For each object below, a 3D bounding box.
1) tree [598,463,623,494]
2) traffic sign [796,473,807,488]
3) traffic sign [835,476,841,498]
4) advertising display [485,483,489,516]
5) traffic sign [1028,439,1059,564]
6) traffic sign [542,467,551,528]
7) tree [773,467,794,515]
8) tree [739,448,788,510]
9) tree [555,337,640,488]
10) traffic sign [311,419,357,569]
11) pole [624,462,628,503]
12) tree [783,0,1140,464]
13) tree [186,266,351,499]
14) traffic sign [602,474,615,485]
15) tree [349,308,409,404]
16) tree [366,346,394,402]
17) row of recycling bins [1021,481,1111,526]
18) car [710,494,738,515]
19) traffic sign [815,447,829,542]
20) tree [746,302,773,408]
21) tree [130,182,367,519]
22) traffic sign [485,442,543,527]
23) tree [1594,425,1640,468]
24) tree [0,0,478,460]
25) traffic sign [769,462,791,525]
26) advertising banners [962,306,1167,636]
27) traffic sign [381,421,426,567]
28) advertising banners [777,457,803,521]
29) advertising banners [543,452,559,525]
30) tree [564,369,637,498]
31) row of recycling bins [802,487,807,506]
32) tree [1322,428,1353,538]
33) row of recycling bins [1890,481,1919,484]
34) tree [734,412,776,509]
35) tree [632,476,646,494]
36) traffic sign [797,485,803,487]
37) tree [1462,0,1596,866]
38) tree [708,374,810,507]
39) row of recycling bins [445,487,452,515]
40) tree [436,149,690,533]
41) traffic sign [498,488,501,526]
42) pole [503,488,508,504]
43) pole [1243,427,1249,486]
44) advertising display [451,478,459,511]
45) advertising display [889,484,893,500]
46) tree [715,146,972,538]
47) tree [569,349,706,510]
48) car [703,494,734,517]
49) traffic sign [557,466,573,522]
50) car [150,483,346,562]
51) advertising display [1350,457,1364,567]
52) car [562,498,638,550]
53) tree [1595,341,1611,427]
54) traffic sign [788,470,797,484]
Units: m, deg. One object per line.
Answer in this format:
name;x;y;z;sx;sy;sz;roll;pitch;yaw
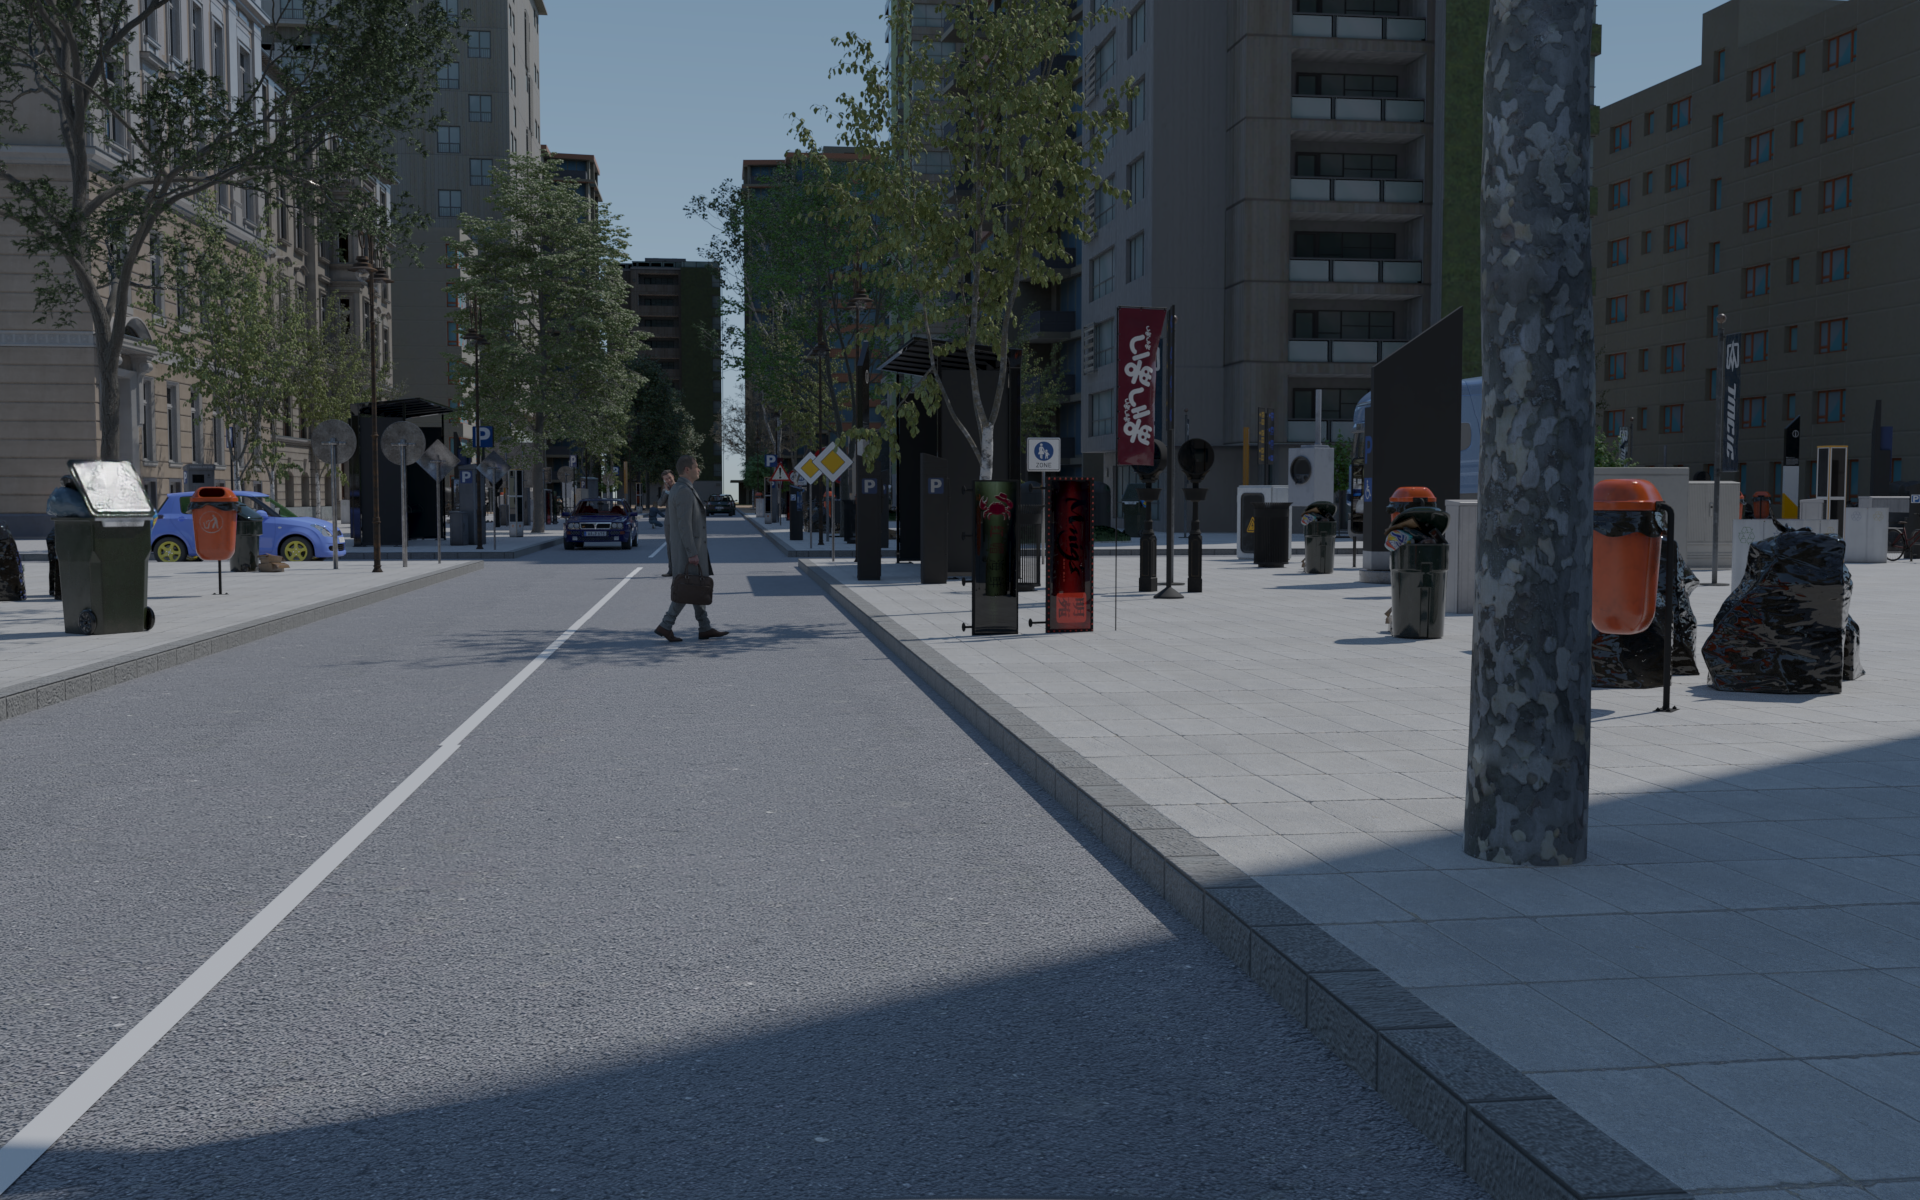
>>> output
tree;-21.669;-6.819;106.091;1.663;3.219;1.824;0;3;0
traffic sign;-7.482;-4.862;81.616;0.606;2.300;0.079;0;4;0
traffic sign;-5.705;-5.059;82.824;0.768;2.556;0.104;0;4;-5
advertising display;-27.620;-5.825;100.451;0.123;1.923;0.974;1;4;14
traffic sign;1.514;-1.795;31.482;0.606;2.300;0.079;0;4;-8
traffic sign;-15.761;-3.878;65.528;0.606;2.300;0.079;0;4;-4
tree;-11.336;-6.939;108.050;1.663;3.219;1.824;0;3;0
tree;-13.970;-8.629;124.796;4.285;4.588;4.351;0;3;0
tree;-17.506;-8.052;82.018;4.360;8.622;3.978;0;3;0
traffic sign;-10.689;-1.802;29.576;0.768;2.556;0.104;0;4;-2
pole;-20.990;-7.030;108.782;0.158;3.312;0.155;0;3;0
tree;0.199;-4.200;19.040;4.737;8.622;4.395;0;3;0
tree;-22.019;-6.377;54.626;4.360;8.622;3.978;0;3;0
traffic sign;-21.003;-6.326;103.542;0.768;2.556;0.104;0;4;0
tree;-23.100;-7.104;66.520;4.360;8.622;3.978;0;3;0
tree;-22.605;-6.794;61.438;4.737;8.622;4.395;0;3;0
row of recycling bins;3.340;-2.975;55.752;3.534;1.692;1.069;-2;4;-35
car;-16.217;-6.647;118.471;2.009;1.686;4.222;0;4;-8
traffic sign;-3.571;-2.849;46.683;0.768;2.556;0.104;0;4;-2
tree;-5.741;-6.863;62.573;4.737;8.622;4.395;0;3;0
tree;-16.965;-5.507;40.400;4.737;8.622;4.395;0;3;0
traffic sign;-17.526;-4.542;68.131;2.265;3.308;0.079;0;4;-2
tree;17.872;-3.304;48.614;1.663;3.219;1.824;0;3;0
tree;-8.721;-5.119;18.115;8.767;10.594;7.601;1;4;18
traffic sign;-7.338;-4.326;70.738;0.884;2.594;0.081;0;4;-5
advertising banners;0.988;-1.210;15.965;2.074;3.025;0.090;-1;4;-22
traffic sign;-9.742;-1.848;30.328;0.768;2.556;0.104;0;4;-5
advertising banners;-8.202;-5.335;83.419;0.090;3.025;2.074;2;4;32
advertising banners;-17.241;-4.669;72.530;0.090;3.025;2.074;0;4;8
tree;-19.765;-8.925;96.280;4.737;8.622;4.395;0;3;0
row of recycling bins;-9.519;-5.919;103.887;1.069;1.692;3.534;0;4;6
tree;10.963;-3.423;50.571;1.663;3.219;1.824;0;3;0
row of recycling bins;29.125;-2.769;52.389;1.069;1.692;3.534;0;4;-1
tree;-17.996;-12.318;151.765;4.360;8.622;3.978;0;3;0
tree;-28.571;-9.905;156.541;1.663;3.219;1.824;0;3;0
traffic sign;-10.208;-6.749;110.455;0.768;2.556;0.104;0;4;0
tree;2.673;-9.235;6.885;12.611;20.169;13.585;0;3;0
tree;-19.761;-15.773;168.263;12.009;13.543;11.850;0;3;0
row of recycling bins;-31.342;-6.040;105.863;1.069;1.692;3.534;-1;4;-12
tree;-13.774;-8.535;57.668;7.486;12.596;7.792;0;3;0
traffic sign;-18.275;-4.194;68.684;0.768;2.556;0.104;0;4;-3
pole;-19.470;-4.912;74.148;0.158;3.312;0.155;0;3;0
pole;8.736;-3.613;52.922;0.158;3.312;0.155;0;3;0
advertising display;-20.920;-4.082;71.946;0.123;1.923;0.974;0;4;2
advertising display;-4.828;-6.676;114.368;0.974;1.923;0.123;3;5;43
tree;-3.339;-7.668;51.129;9.928;11.665;9.643;0;3;0
tree;-25.496;-13.449;136.903;9.611;12.733;9.660;0;3;0
car;-15.580;-6.248;111.949;2.009;1.686;4.222;-1;4;-8
traffic sign;-17.918;-4.808;78.717;0.768;2.556;0.104;0;4;-2
car;-14.337;-1.546;34.869;3.694;1.707;1.945;-1;4;-9
advertising display;7.253;-1.516;29.999;0.974;1.923;0.123;2;4;34
car;-9.482;-2.034;45.842;1.945;1.354;3.894;0;4;-7
tree;22.700;-7.116;66.714;4.360;8.622;3.978;0;3;0
traffic sign;-8.600;-5.528;90.490;0.768;2.556;0.104;0;4;-7
